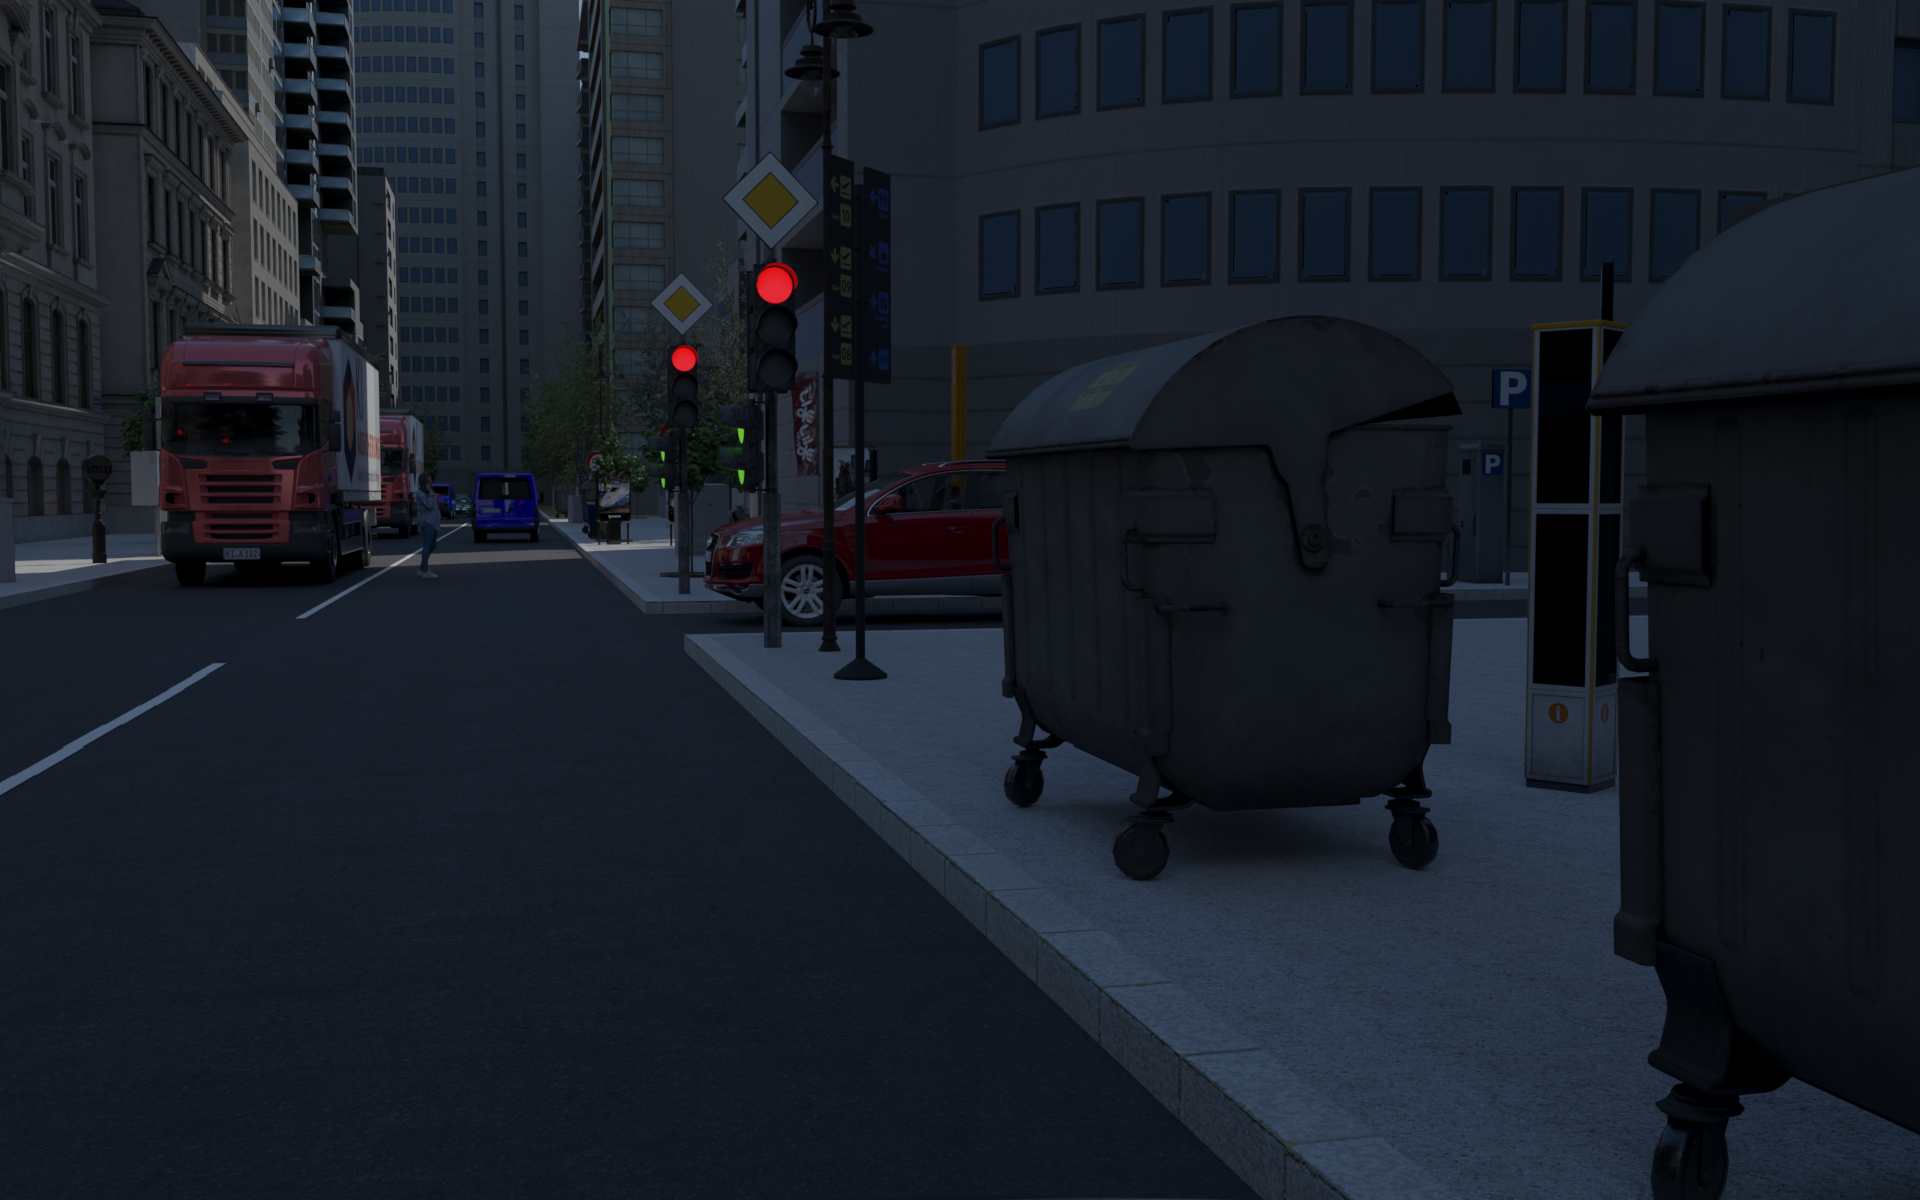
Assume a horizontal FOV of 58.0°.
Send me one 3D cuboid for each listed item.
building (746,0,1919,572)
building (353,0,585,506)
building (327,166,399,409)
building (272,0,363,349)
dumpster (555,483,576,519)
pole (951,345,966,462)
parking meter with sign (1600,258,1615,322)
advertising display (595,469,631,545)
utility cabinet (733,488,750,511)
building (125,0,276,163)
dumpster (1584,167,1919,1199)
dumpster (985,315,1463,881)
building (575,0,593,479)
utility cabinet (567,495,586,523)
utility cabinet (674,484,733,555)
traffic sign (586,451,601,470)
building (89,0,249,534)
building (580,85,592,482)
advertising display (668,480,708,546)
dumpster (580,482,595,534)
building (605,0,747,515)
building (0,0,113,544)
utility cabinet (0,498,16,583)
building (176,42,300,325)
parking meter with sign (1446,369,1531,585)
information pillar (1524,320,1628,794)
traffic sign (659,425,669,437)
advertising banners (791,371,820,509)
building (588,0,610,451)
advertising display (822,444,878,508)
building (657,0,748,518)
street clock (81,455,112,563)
[{"bbox_3d":[10.464,-30.288,37.206,28.212,58.520,21.231,-1,4,-14],"label":"building"},{"bbox_3d":[-55.264,-39.383,185.910,28.212,58.520,21.231,-1,4,-14],"label":"building"},{"bbox_3d":[-57.522,-23.382,153.989,14.107,30.474,14.160,-1,4,-14],"label":"building"},{"bbox_3d":[-55.286,-49.791,126.746,22.319,86.520,31.000,-1,4,-14],"label":"building"},{"bbox_3d":[-20.803,-5.254,91.658,1.264,1.857,1.865,-1,4,-14],"label":"dumpster"},{"bbox_3d":[-0.017,-1.834,23.822,0.158,3.312,0.155,0,3,0],"label":"pole"},{"bbox_3d":[5.646,-1.013,12.829,1.738,3.016,0.543,1,4,20],"label":"parking meter with sign"},{"bbox_3d":[-8.820,-2.377,44.082,0.974,1.923,0.123,-3,5,-43],"label":"advertising display"},{"bbox_3d":[-7.960,-3.360,63.619,0.318,1.500,1.173,1,4,21],"label":"utility cabinet"},{"bbox_3d":[-53.286,-24.954,99.871,32.217,40.220,23.993,-1,4,-14],"label":"building"},{"bbox_3d":[1.949,0.203,2.448,1.264,1.857,1.865,-1,4,-14],"label":"dumpster"},{"bbox_3d":[0.928,-0.045,6.498,1.264,1.857,1.865,-1,4,-14],"label":"dumpster"},{"bbox_3d":[-22.671,-30.599,154.923,22.147,44.769,28.867,-1,4,-14],"label":"building"},{"bbox_3d":[-16.869,-3.981,76.243,0.306,1.237,1.020,1,4,19],"label":"utility cabinet"},{"bbox_3d":[-5.387,-1.685,36.230,1.173,1.500,0.318,-3,5,-41],"label":"utility cabinet"},{"bbox_3d":[-10.577,-3.104,50.863,0.768,2.556,0.104,0,4,-7],"label":"traffic sign"},{"bbox_3d":[-32.749,-12.126,62.894,10.561,19.102,19.286,-1,4,-14],"label":"building"},{"bbox_3d":[-33.772,-32.889,187.839,14.200,45.320,14.600,-1,4,-14],"label":"building"},{"bbox_3d":[-6.712,-2.295,42.741,0.974,1.923,0.123,0,4,4],"label":"advertising display"},{"bbox_3d":[-11.723,-3.105,56.532,1.264,1.857,1.865,-1,4,-14],"label":"dumpster"},{"bbox_3d":[-15.709,-26.193,111.856,14.154,41.232,14.086,-1,4,-14],"label":"building"},{"bbox_3d":[-27.590,-13.270,36.048,14.460,24.649,34.723,-1,4,-14],"label":"building"},{"bbox_3d":[-14.070,-0.831,24.754,0.306,1.237,1.020,2,4,25],"label":"utility cabinet"},{"bbox_3d":[-37.449,-13.845,81.115,10.420,20.320,16.860,-1,4,-14],"label":"building"},{"bbox_3d":[7.564,-1.761,25.046,0.543,3.016,1.738,-1,4,-9],"label":"parking meter with sign"},{"bbox_3d":[2.679,-0.186,7.539,0.304,2.012,0.304,3,5,42],"label":"information pillar"},{"bbox_3d":[-4.701,-1.781,29.220,0.768,2.556,0.104,-1,4,-12],"label":"traffic sign"},{"bbox_3d":[-1.569,-1.731,24.489,2.074,3.025,0.090,2,4,30],"label":"advertising banners"},{"bbox_3d":[-16.423,-30.961,129.917,21.300,48.544,21.600,-1,4,-14],"label":"building"},{"bbox_3d":[-1.445,-1.070,22.713,0.123,1.923,0.974,-3,5,-45],"label":"advertising display"},{"bbox_3d":[-2.285,-47.068,82.233,22.319,86.520,31.000,-1,4,-14],"label":"building"},{"bbox_3d":[-15.959,-1.682,32.069,0.358,2.002,0.471,3,5,41],"label":"street clock"}]
